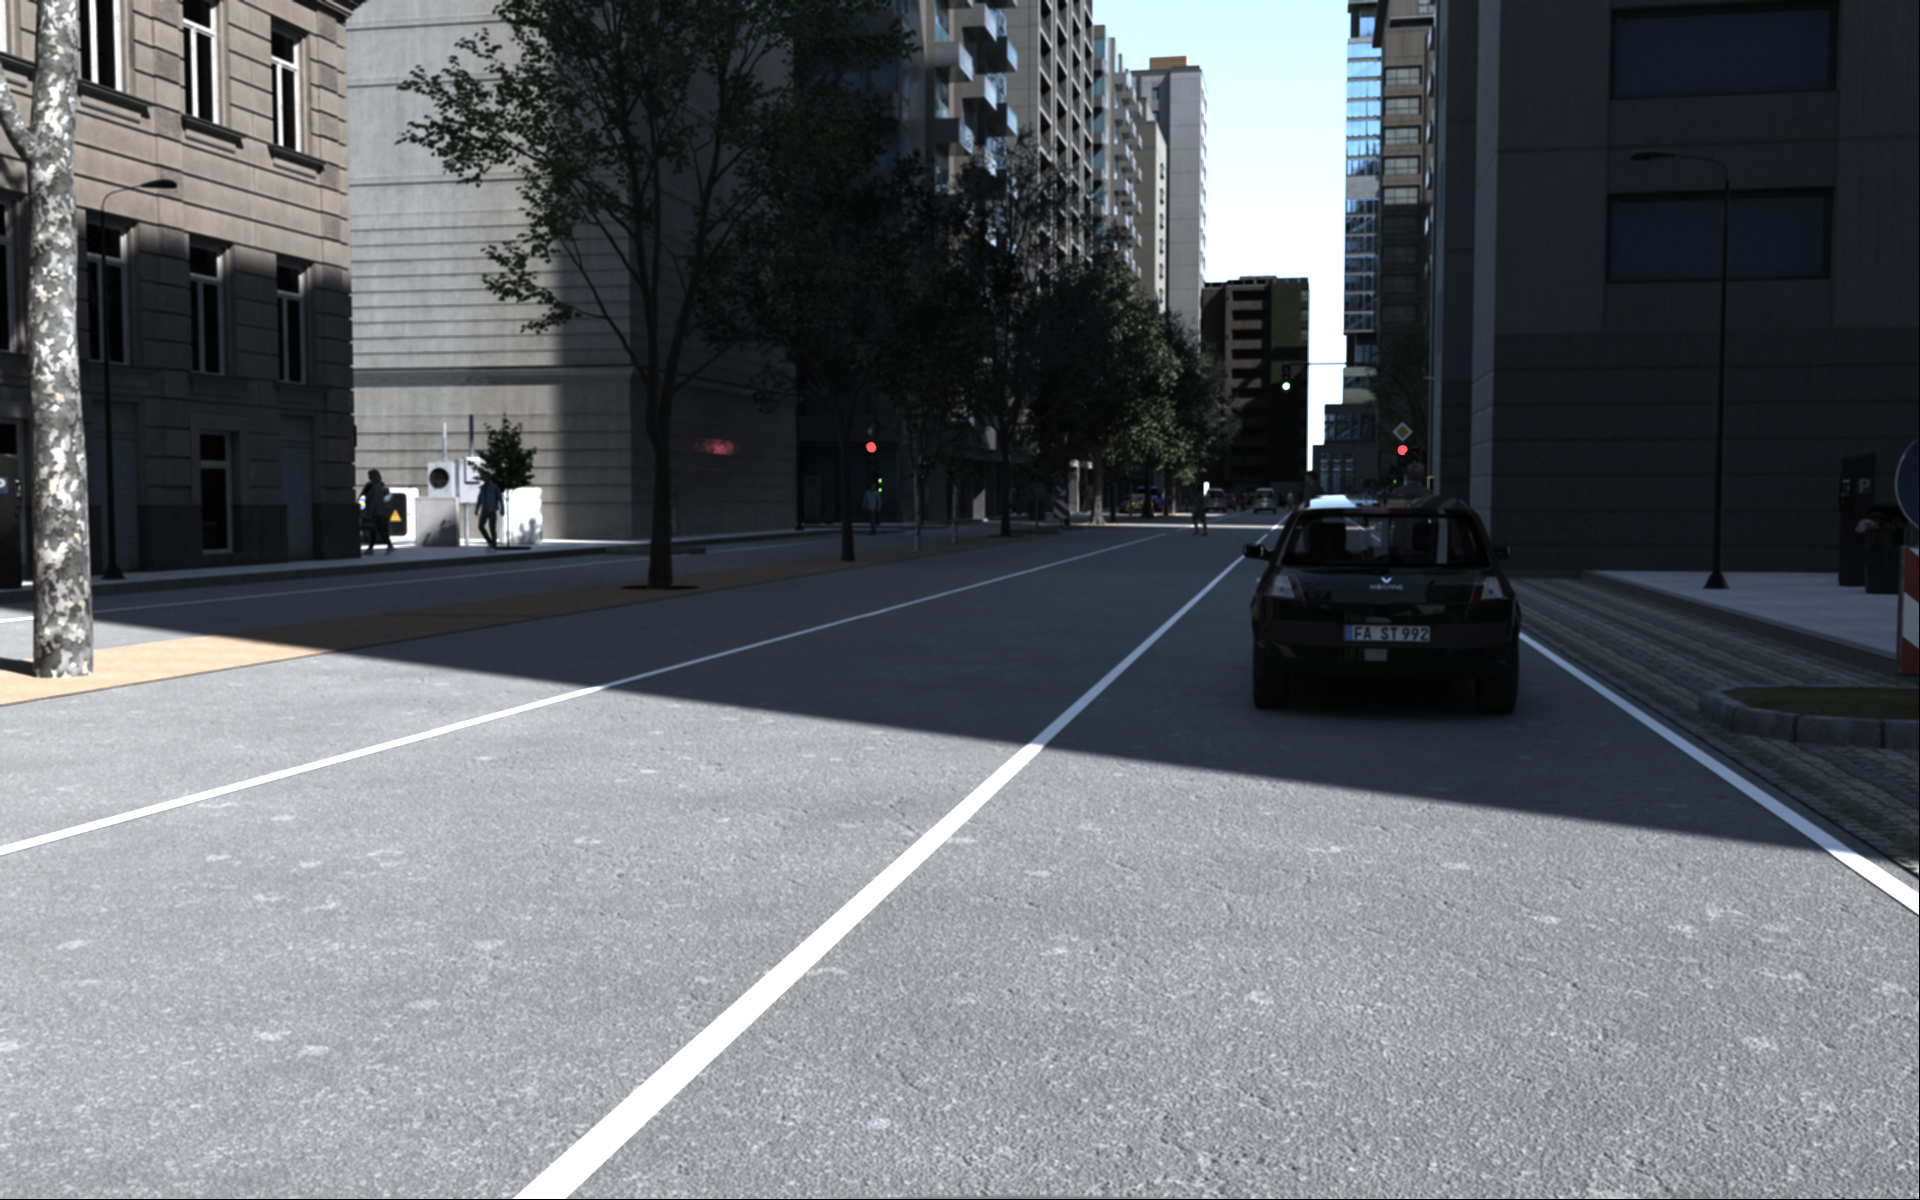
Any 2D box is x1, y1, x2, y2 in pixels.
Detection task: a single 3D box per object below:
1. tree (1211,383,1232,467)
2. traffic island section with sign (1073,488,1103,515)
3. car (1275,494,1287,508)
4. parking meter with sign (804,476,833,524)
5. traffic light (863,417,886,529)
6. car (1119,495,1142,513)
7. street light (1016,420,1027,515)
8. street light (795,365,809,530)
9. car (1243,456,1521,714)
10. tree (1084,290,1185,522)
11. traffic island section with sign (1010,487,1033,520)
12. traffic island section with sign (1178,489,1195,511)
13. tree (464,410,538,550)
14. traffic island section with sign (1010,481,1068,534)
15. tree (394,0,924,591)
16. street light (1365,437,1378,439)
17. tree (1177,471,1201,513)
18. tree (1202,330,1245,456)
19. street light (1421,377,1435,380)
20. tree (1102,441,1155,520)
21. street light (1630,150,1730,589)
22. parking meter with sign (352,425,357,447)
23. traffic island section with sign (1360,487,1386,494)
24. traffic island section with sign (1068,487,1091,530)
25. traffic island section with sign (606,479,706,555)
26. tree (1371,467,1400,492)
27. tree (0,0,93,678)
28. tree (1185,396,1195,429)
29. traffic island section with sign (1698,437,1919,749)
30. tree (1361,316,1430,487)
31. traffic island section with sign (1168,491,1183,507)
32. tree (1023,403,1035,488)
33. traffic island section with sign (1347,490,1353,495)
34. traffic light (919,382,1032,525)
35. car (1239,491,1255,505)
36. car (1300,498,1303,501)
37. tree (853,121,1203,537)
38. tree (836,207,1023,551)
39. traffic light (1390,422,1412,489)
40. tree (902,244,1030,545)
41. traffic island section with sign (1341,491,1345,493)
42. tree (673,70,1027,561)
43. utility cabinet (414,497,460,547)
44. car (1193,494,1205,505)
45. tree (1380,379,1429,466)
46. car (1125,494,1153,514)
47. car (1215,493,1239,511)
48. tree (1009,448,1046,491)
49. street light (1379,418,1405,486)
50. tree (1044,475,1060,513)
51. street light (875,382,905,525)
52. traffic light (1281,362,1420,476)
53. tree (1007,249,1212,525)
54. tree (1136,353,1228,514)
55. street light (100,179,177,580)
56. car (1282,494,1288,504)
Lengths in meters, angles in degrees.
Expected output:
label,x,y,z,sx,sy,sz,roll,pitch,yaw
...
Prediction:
label,x,y,z,sx,sy,sz,roll,pitch,yaw
tree,11.109,-11.176,102.193,9.611,12.733,9.660,0,3,0
traffic island section with sign,9.050,-6.930,121.936,1.989,1.847,2.006,1,4,11
car,32.526,-10.272,177.741,2.009,1.686,4.222,1,4,11
parking meter with sign,-6.238,-4.713,73.321,1.738,3.016,0.543,0,4,-1
traffic light,-3.141,-4.541,63.169,0.839,4.253,0.868,1,4,11
car,13.027,-7.238,130.916,1.945,1.354,3.894,1,4,10
street light,4.175,-8.193,106.491,1.470,5.913,1.316,1,4,11
street light,-5.141,-5.406,60.933,1.470,5.913,1.316,1,4,11
car,3.086,-0.185,12.818,2.009,1.686,4.222,1,4,12
tree,4.558,-8.278,72.211,8.767,10.594,7.601,1,4,11
traffic island section with sign,3.686,-5.314,95.518,1.989,1.847,2.006,1,4,11
traffic island section with sign,19.089,-8.265,143.272,2.006,1.907,1.989,1,4,11
tree,-10.622,-2.783,40.104,1.663,3.219,1.824,0,3,0
traffic island section with sign,2.677,-3.317,62.368,2.006,1.907,1.989,1,4,11
tree,-4.427,-5.954,25.565,9.928,11.665,9.643,0,3,0
street light,33.476,-10.259,140.278,1.470,5.913,1.316,1,4,11
tree,16.511,-10.815,129.638,4.737,8.622,4.395,0,3,0
tree,13.587,-12.287,113.726,12.009,13.543,11.850,0,3,0
street light,19.013,-5.891,68.855,1.470,5.913,1.316,1,4,11
tree,9.416,-8.710,95.229,4.360,8.622,3.978,0,3,0
street light,9.754,-3.115,23.478,1.470,5.913,1.316,1,4,11
parking meter with sign,-16.045,-2.883,43.394,1.738,3.016,0.543,-3,5,-45
traffic island section with sign,22.210,-5.106,92.114,1.989,1.847,2.006,1,4,11
traffic island section with sign,4.159,-3.761,69.626,2.006,1.907,1.989,1,4,11
traffic island section with sign,-7.221,-2.021,41.664,1.989,1.847,2.006,1,4,11
tree,30.895,-7.969,124.890,1.663,3.219,1.824,0,3,0
tree,-8.059,-9.524,14.066,12.611,20.169,13.585,0,3,0
tree,7.978,-9.320,89.252,8.767,10.594,7.601,1,4,11
traffic island section with sign,5.670,-0.117,10.544,1.989,1.847,2.006,1,4,11
tree,26.147,-10.480,97.097,9.928,11.665,9.643,0,3,0
traffic island section with sign,24.487,-11.582,197.985,1.989,1.847,2.006,1,4,11
tree,3.220,-9.802,110.626,4.737,8.622,4.395,0,3,0
traffic island section with sign,27.579,-6.722,118.531,1.989,1.847,2.006,1,4,11
traffic light,0.515,-5.868,70.614,4.771,5.953,1.251,1,4,11
car,34.066,-11.977,204.491,2.281,1.827,5.304,1,4,13
car,37.006,-10.472,183.216,2.014,1.417,4.499,1,4,13
tree,1.524,-8.825,57.112,12.009,13.543,11.850,0,3,0
tree,-1.064,-5.520,43.072,4.737,8.622,4.395,0,3,0
traffic light,17.132,-4.790,67.236,0.839,4.253,0.868,1,4,11
tree,-0.107,-5.873,48.843,4.360,8.622,3.978,0,3,0
traffic island section with sign,37.414,-9.691,167.071,1.989,1.847,2.006,1,4,11
tree,-2.293,-6.117,36.877,8.767,10.594,7.601,1,4,11
utility cabinet,-12.762,-1.904,42.289,1.020,1.237,0.306,0,4,5
car,28.299,-11.796,204.662,2.131,1.459,4.920,1,4,10
tree,28.222,-9.590,107.152,4.737,8.622,4.395,0,3,0
car,12.970,-7.025,125.088,2.015,1.641,3.980,1,4,11
car,22.601,-8.453,147.245,2.155,1.783,4.494,1,4,9
tree,4.479,-8.102,116.178,4.285,4.588,4.351,0,3,0
street light,26.201,-8.068,104.455,1.470,5.913,1.316,1,4,11
tree,6.294,-7.647,119.626,1.663,3.219,1.824,0,3,0
street light,-2.930,-6.034,71.202,1.470,5.913,1.316,1,4,11
traffic light,13.477,-5.200,59.684,4.771,5.953,1.251,1,4,11
tree,6.404,-9.858,80.639,9.611,12.733,9.660,0,3,0
tree,15.141,-12.409,123.469,7.486,12.596,7.792,0,3,0
street light,-12.240,-3.259,25.823,1.470,5.913,1.316,1,4,11
car,39.530,-12.407,211.896,2.155,1.783,4.494,1,4,13
